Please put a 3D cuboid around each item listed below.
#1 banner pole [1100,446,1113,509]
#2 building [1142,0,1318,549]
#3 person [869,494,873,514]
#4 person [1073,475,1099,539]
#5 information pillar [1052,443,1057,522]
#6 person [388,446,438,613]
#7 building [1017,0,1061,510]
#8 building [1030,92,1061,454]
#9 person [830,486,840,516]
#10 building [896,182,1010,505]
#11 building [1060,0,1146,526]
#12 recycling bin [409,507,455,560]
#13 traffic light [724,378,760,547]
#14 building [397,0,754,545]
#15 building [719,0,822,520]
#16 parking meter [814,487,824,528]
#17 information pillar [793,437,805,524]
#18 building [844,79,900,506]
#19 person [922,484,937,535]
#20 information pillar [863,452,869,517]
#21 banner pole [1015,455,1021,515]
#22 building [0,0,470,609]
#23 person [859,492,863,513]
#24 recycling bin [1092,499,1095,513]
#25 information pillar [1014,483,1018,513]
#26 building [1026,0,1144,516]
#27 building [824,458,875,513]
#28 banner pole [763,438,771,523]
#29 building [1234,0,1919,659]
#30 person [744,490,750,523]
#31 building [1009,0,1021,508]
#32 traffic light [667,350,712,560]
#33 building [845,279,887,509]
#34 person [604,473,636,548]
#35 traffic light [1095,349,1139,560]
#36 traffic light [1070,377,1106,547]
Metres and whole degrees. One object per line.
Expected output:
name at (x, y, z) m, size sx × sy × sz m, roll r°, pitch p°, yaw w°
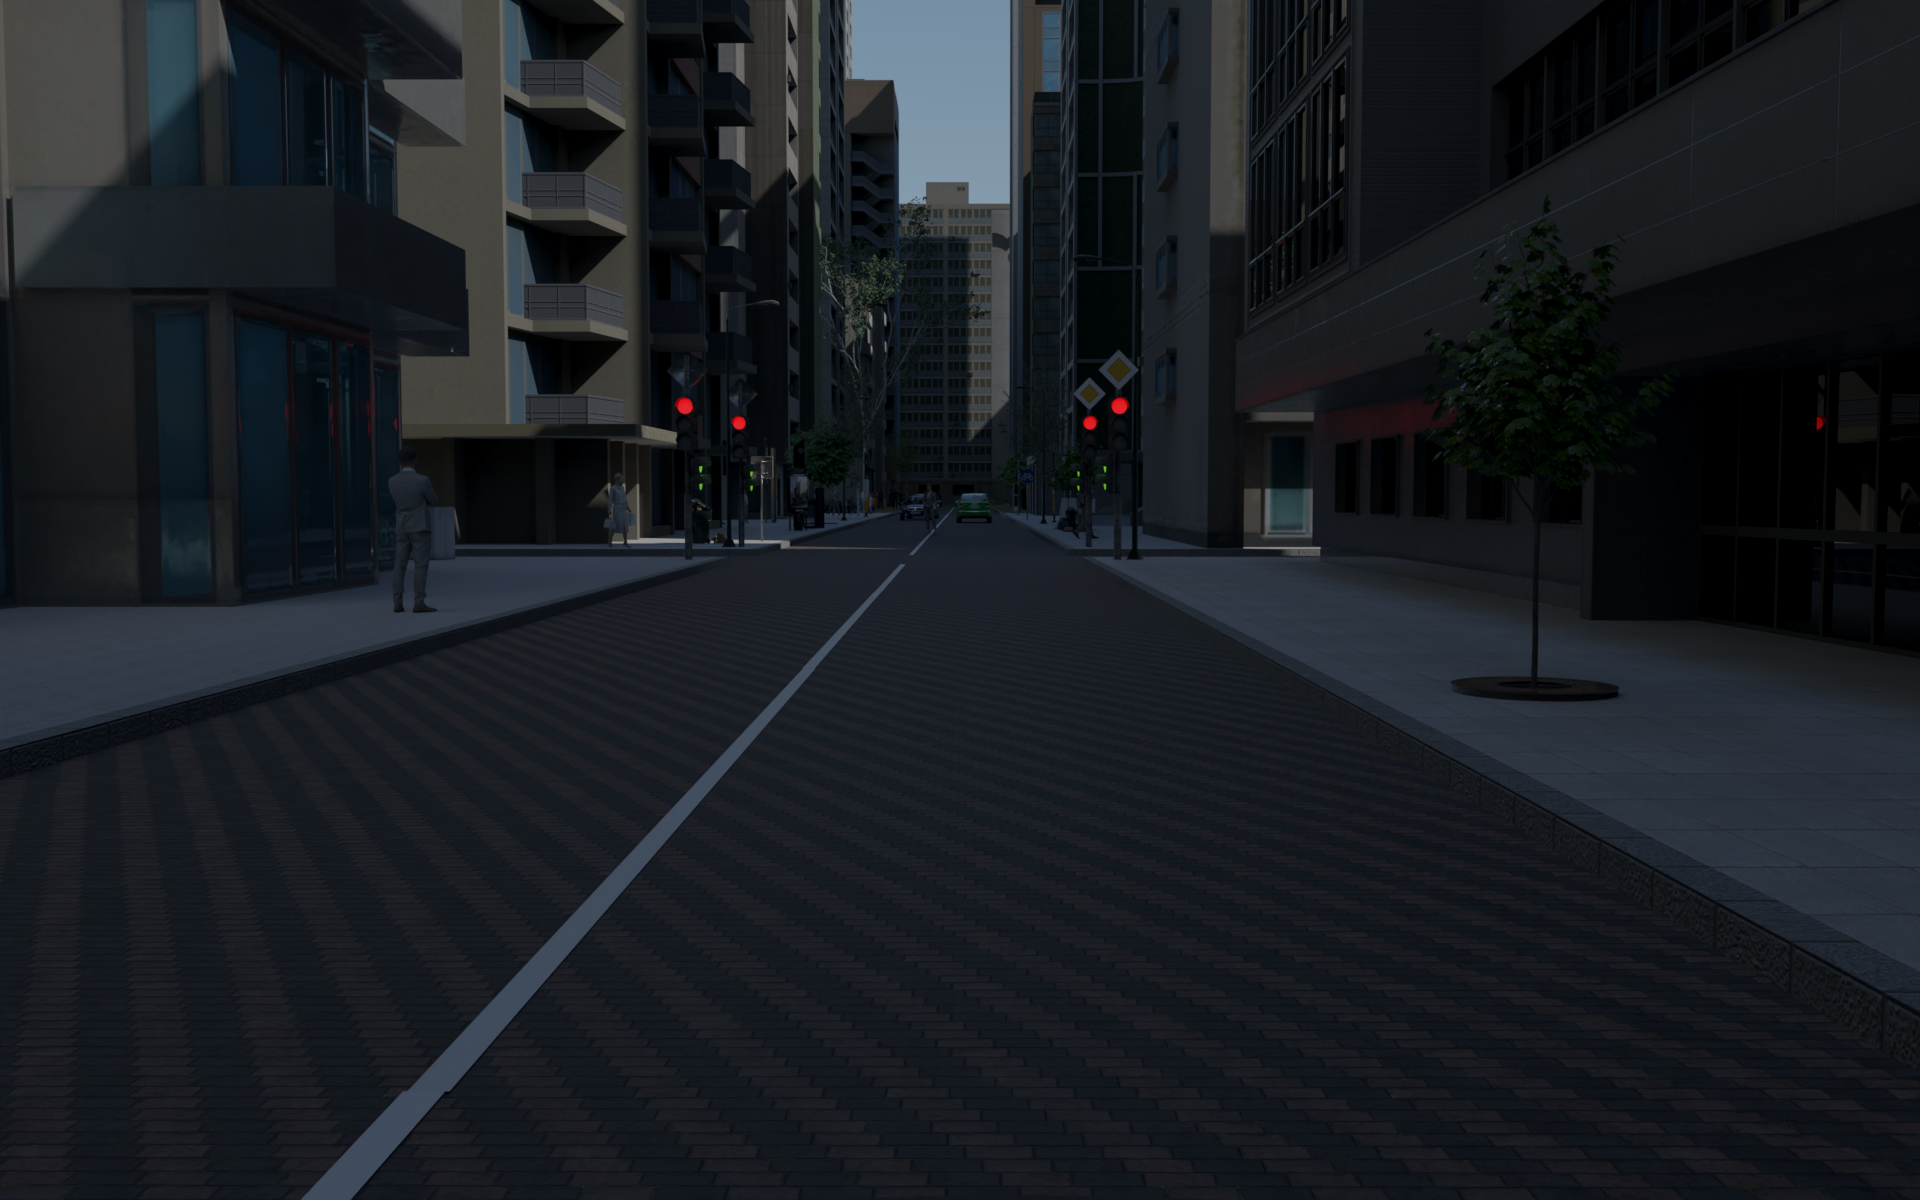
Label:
banner pole at (7.546, -6.111, 89.930) m, size 0.863 × 3.779 × 0.401 m, roll 0°, pitch 4°, yaw -6°
building at (16.357, -26.066, 49.878) m, size 21.600 × 48.544 × 21.300 m, roll 0°, pitch 4°, yaw 0°
person at (-5.808, -6.253, 112.551) m, size 0.425 × 1.301 × 0.394 m, roll 3°, pitch 5°, yaw 45°
person at (3.626, -2.659, 49.613) m, size 0.850 × 1.850 × 0.679 m, roll -1°, pitch 4°, yaw -18°
information pillar at (4.265, -5.330, 78.500) m, size 0.183 × 3.616 × 0.504 m, roll 1°, pitch 4°, yaw 9°
person at (-5.935, -0.772, 18.853) m, size 0.511 × 1.800 × 0.466 m, roll 0°, pitch 3°, yaw 0°
building at (11.834, -30.075, 141.840) m, size 14.600 × 45.320 × 14.200 m, roll 0°, pitch 4°, yaw 0°
building at (12.142, -21.786, 127.899) m, size 14.160 × 30.474 × 14.107 m, roll 0°, pitch 4°, yaw 0°
person at (-7.400, -5.925, 103.095) m, size 0.526 × 1.800 × 0.537 m, roll -2°, pitch 4°, yaw -24°
building at (-1.633, -32.199, 218.331) m, size 23.993 × 40.220 × 32.217 m, roll 0°, pitch 4°, yaw 0°
building at (20.926, -23.489, 75.925) m, size 32.217 × 40.220 × 23.993 m, roll 0°, pitch 4°, yaw 0°
recycling bin at (-10.403, -1.309, 33.957) m, size 0.722 × 1.027 × 0.722 m, roll 1°, pitch 4°, yaw 17°
traffic light at (-5.267, -3.234, 41.792) m, size 0.839 × 4.253 × 0.868 m, roll 0°, pitch 4°, yaw 0°
building at (-18.606, -24.533, 55.738) m, size 22.147 × 44.769 × 28.867 m, roll 0°, pitch 4°, yaw 0°
building at (-14.791, -19.455, 89.789) m, size 14.160 × 30.474 × 14.107 m, roll 0°, pitch 4°, yaw 0°
parking meter at (-5.288, -3.471, 65.163) m, size 0.372 × 1.533 × 0.369 m, roll 0°, pitch 3°, yaw 0°
information pillar at (-6.646, -4.914, 71.698) m, size 0.504 × 3.616 × 0.183 m, roll 0°, pitch 4°, yaw 1°
building at (-13.828, -32.689, 184.580) m, size 14.200 × 45.320 × 14.600 m, roll 0°, pitch 4°, yaw 0°
person at (-1.081, -3.191, 60.942) m, size 0.520 × 1.790 × 0.573 m, roll 0°, pitch 4°, yaw 2°
information pillar at (-5.255, -6.485, 97.389) m, size 0.183 × 3.616 × 0.504 m, roll 1°, pitch 4°, yaw 21°
banner pole at (3.606, -7.130, 106.588) m, size 0.401 × 3.779 × 0.863 m, roll 0°, pitch 4°, yaw -5°
building at (-22.195, -24.392, 18.424) m, size 30.456 × 49.044 × 23.786 m, roll 0°, pitch 4°, yaw 0°
person at (-6.513, -6.691, 116.107) m, size 0.731 × 1.740 × 0.598 m, roll -1°, pitch 4°, yaw -14°
recycling bin at (7.069, -5.110, 96.098) m, size 0.722 × 1.027 × 0.722 m, roll 0°, pitch 4°, yaw -8°
information pillar at (3.716, -6.760, 115.022) m, size 0.304 × 2.012 × 0.304 m, roll 0°, pitch 4°, yaw 3°
building at (14.717, -40.795, 105.248) m, size 20.563 × 71.187 × 20.611 m, roll 0°, pitch 4°, yaw 0°
building at (-16.781, -42.105, 126.672) m, size 20.563 × 71.187 × 20.611 m, roll 0°, pitch 4°, yaw 0°
banner pole at (-8.675, -5.361, 77.677) m, size 0.401 × 3.779 × 0.863 m, roll -1°, pitch 4°, yaw -15°
building at (12.144, -12.132, 17.419) m, size 14.314 × 24.678 × 30.058 m, roll 0°, pitch 4°, yaw 0°
person at (-9.436, -4.127, 76.116) m, size 0.523 × 1.515 × 0.503 m, roll -2°, pitch 4°, yaw -27°
building at (15.558, -38.826, 176.809) m, size 21.231 × 58.520 × 28.212 m, roll 0°, pitch 4°, yaw 0°
traffic light at (-5.296, -2.745, 33.807) m, size 0.839 × 4.253 × 0.868 m, roll 0°, pitch 4°, yaw 0°
building at (-21.042, -18.886, 153.826) m, size 27.650 × 21.520 × 28.899 m, roll 0°, pitch 4°, yaw 0°
person at (-8.159, -2.144, 41.453) m, size 0.694 × 1.780 × 0.624 m, roll -3°, pitch 5°, yaw -40°
traffic light at (3.065, -2.744, 33.793) m, size 0.839 × 4.253 × 0.868 m, roll 0°, pitch 4°, yaw 0°
traffic light at (3.095, -3.233, 41.778) m, size 0.839 × 4.253 × 0.868 m, roll 0°, pitch 4°, yaw 0°
